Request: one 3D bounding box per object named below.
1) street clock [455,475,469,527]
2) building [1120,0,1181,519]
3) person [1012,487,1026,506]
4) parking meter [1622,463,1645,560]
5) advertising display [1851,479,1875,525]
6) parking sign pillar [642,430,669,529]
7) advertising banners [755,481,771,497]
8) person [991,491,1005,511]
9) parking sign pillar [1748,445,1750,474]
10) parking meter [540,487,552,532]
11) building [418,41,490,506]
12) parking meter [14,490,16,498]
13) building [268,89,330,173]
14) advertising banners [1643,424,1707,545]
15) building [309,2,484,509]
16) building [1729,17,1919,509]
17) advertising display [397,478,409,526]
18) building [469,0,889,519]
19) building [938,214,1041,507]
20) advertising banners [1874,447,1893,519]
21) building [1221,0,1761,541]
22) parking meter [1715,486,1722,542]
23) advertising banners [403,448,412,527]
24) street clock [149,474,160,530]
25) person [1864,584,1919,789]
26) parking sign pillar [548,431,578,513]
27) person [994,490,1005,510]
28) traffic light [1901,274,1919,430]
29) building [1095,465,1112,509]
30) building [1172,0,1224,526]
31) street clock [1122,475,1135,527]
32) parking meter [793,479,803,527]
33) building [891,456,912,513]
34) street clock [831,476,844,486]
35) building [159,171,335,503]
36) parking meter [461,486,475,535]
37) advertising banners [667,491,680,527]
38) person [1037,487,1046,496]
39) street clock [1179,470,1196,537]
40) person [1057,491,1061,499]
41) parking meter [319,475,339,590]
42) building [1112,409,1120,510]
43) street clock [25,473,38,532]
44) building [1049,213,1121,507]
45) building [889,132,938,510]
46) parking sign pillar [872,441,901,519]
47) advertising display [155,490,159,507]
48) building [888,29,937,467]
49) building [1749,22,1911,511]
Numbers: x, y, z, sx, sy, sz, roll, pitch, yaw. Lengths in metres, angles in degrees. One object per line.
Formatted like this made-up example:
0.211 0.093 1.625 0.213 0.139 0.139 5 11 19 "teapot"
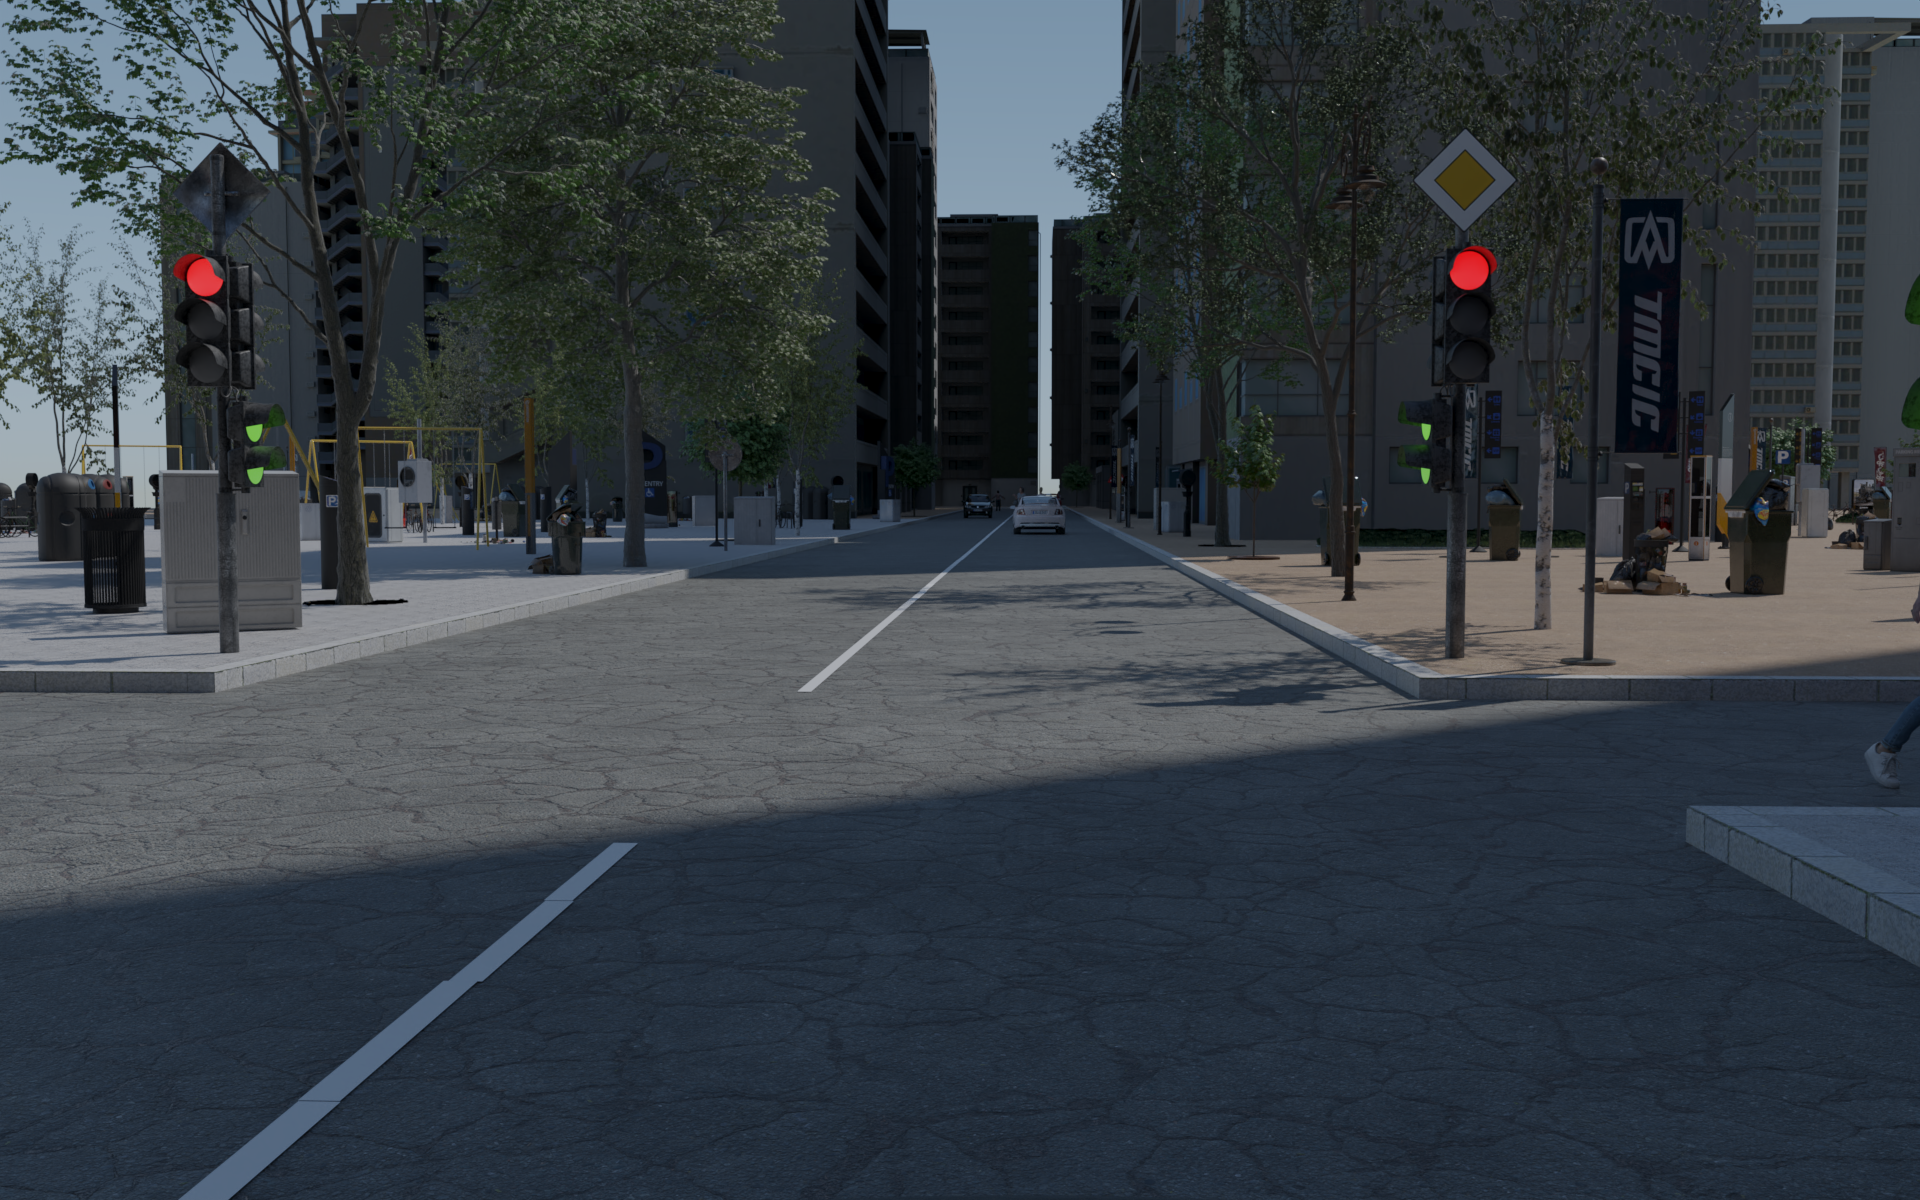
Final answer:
-19.330 -3.833 67.241 0.471 2.002 0.358 0 4 5 "street clock"
20.374 -29.045 98.593 21.300 48.544 21.600 0 4 3 "building"
2.789 -4.511 82.615 0.716 1.782 0.532 3 5 40 "person"
12.690 -1.647 32.635 0.255 1.863 0.399 0 4 -1 "parking meter"
37.979 -4.137 72.850 0.974 1.923 0.123 0 4 -7 "advertising display"
-11.677 -4.678 64.962 1.447 3.967 1.447 -1 4 -17 "parking sign pillar"
-9.649 -5.450 85.299 0.090 3.025 2.074 1 4 16 "advertising banners"
3.163 -8.314 145.142 1.217 1.736 0.721 -1 4 -12 "person"
35.126 -5.454 77.646 1.447 3.967 1.447 0 4 -4 "parking sign pillar"
-13.916 -3.047 58.227 0.372 1.533 0.369 0 3 0 "parking meter"
-28.913 -27.889 147.869 23.993 40.220 32.217 0 4 3 "building"
-47.181 -4.795 86.810 0.372 1.533 0.369 0 3 0 "parking meter"
-58.805 -32.600 187.636 28.867 44.769 22.147 0 4 3 "building"
17.847 -2.917 43.880 0.090 3.025 2.074 -3 5 -45 "advertising banners"
-48.751 -30.997 156.912 14.200 45.320 14.600 0 4 3 "building"
78.276 -28.676 152.441 14.086 41.232 14.154 0 4 3 "building"
-22.287 -3.919 69.287 0.123 1.923 0.974 0 4 2 "advertising display"
-15.633 -29.113 99.695 21.300 48.544 21.600 0 4 3 "building"
1.364 -25.062 181.470 14.107 30.474 14.160 0 4 3 "building"
34.545 -4.131 63.724 0.090 3.025 2.074 -2 4 -28 "advertising banners"
15.088 -22.620 53.426 14.154 41.232 14.086 0 4 3 "building"
20.400 -2.318 46.310 0.372 1.533 0.369 0 3 0 "parking meter"
-20.847 -4.196 64.788 0.090 3.025 2.074 0 4 6 "advertising banners"
-28.884 -3.531 62.297 0.358 2.002 0.471 2 4 34 "street clock"
4.716 0.050 8.363 0.598 1.740 0.731 3 5 39 "person"
-17.098 -5.264 74.534 1.447 3.967 1.447 2 4 32 "parking sign pillar"
3.243 -8.405 146.650 1.217 1.736 0.721 -1 4 -9 "person"
3.504 -1.014 5.493 0.839 4.253 0.868 0 4 3 "traffic light"
22.519 -43.537 150.080 20.563 71.187 20.611 0 4 3 "building"
16.885 -26.008 75.344 14.600 45.320 14.200 0 4 3 "building"
6.543 -3.840 67.362 0.471 2.002 0.358 0 4 8 "street clock"
-6.372 -3.809 67.988 0.255 1.863 0.399 -2 4 -32 "parking meter"
-13.926 -41.698 120.014 20.563 71.187 20.611 0 4 3 "building"
-4.809 -3.872 67.869 0.471 2.002 0.358 -2 4 -25 "street clock"
-62.862 -23.666 158.644 14.107 30.474 14.160 0 4 3 "building"
-15.349 -2.790 54.035 0.372 1.533 0.369 0 3 0 "parking meter"
-11.805 -4.343 67.200 2.074 3.025 0.090 1 4 21 "advertising banners"
3.690 -4.030 75.056 0.731 1.740 0.598 -3 5 -40 "person"
6.822 -2.899 51.970 0.471 2.002 0.358 -1 4 -14 "street clock"
9.213 -9.306 161.329 0.621 1.740 0.551 -1 4 -9 "person"
-8.446 -0.917 23.399 0.372 1.533 0.369 0 3 0 "parking meter"
22.938 -49.611 123.811 22.319 86.520 31.000 0 4 3 "building"
-31.542 -3.323 58.904 0.358 2.002 0.471 0 4 -4 "street clock"
16.467 -25.016 180.708 14.107 30.474 14.160 0 4 3 "building"
-9.412 -22.428 138.400 14.160 30.474 14.107 0 4 3 "building"
-3.773 -6.134 88.755 1.447 3.967 1.447 1 4 21 "parking sign pillar"
-35.379 -4.407 77.261 0.974 1.923 0.123 -2 4 -29 "advertising display"
-9.155 -28.889 155.926 14.086 41.232 14.154 0 4 3 "building"
58.533 -27.629 143.621 23.993 40.220 32.217 0 4 3 "building"
